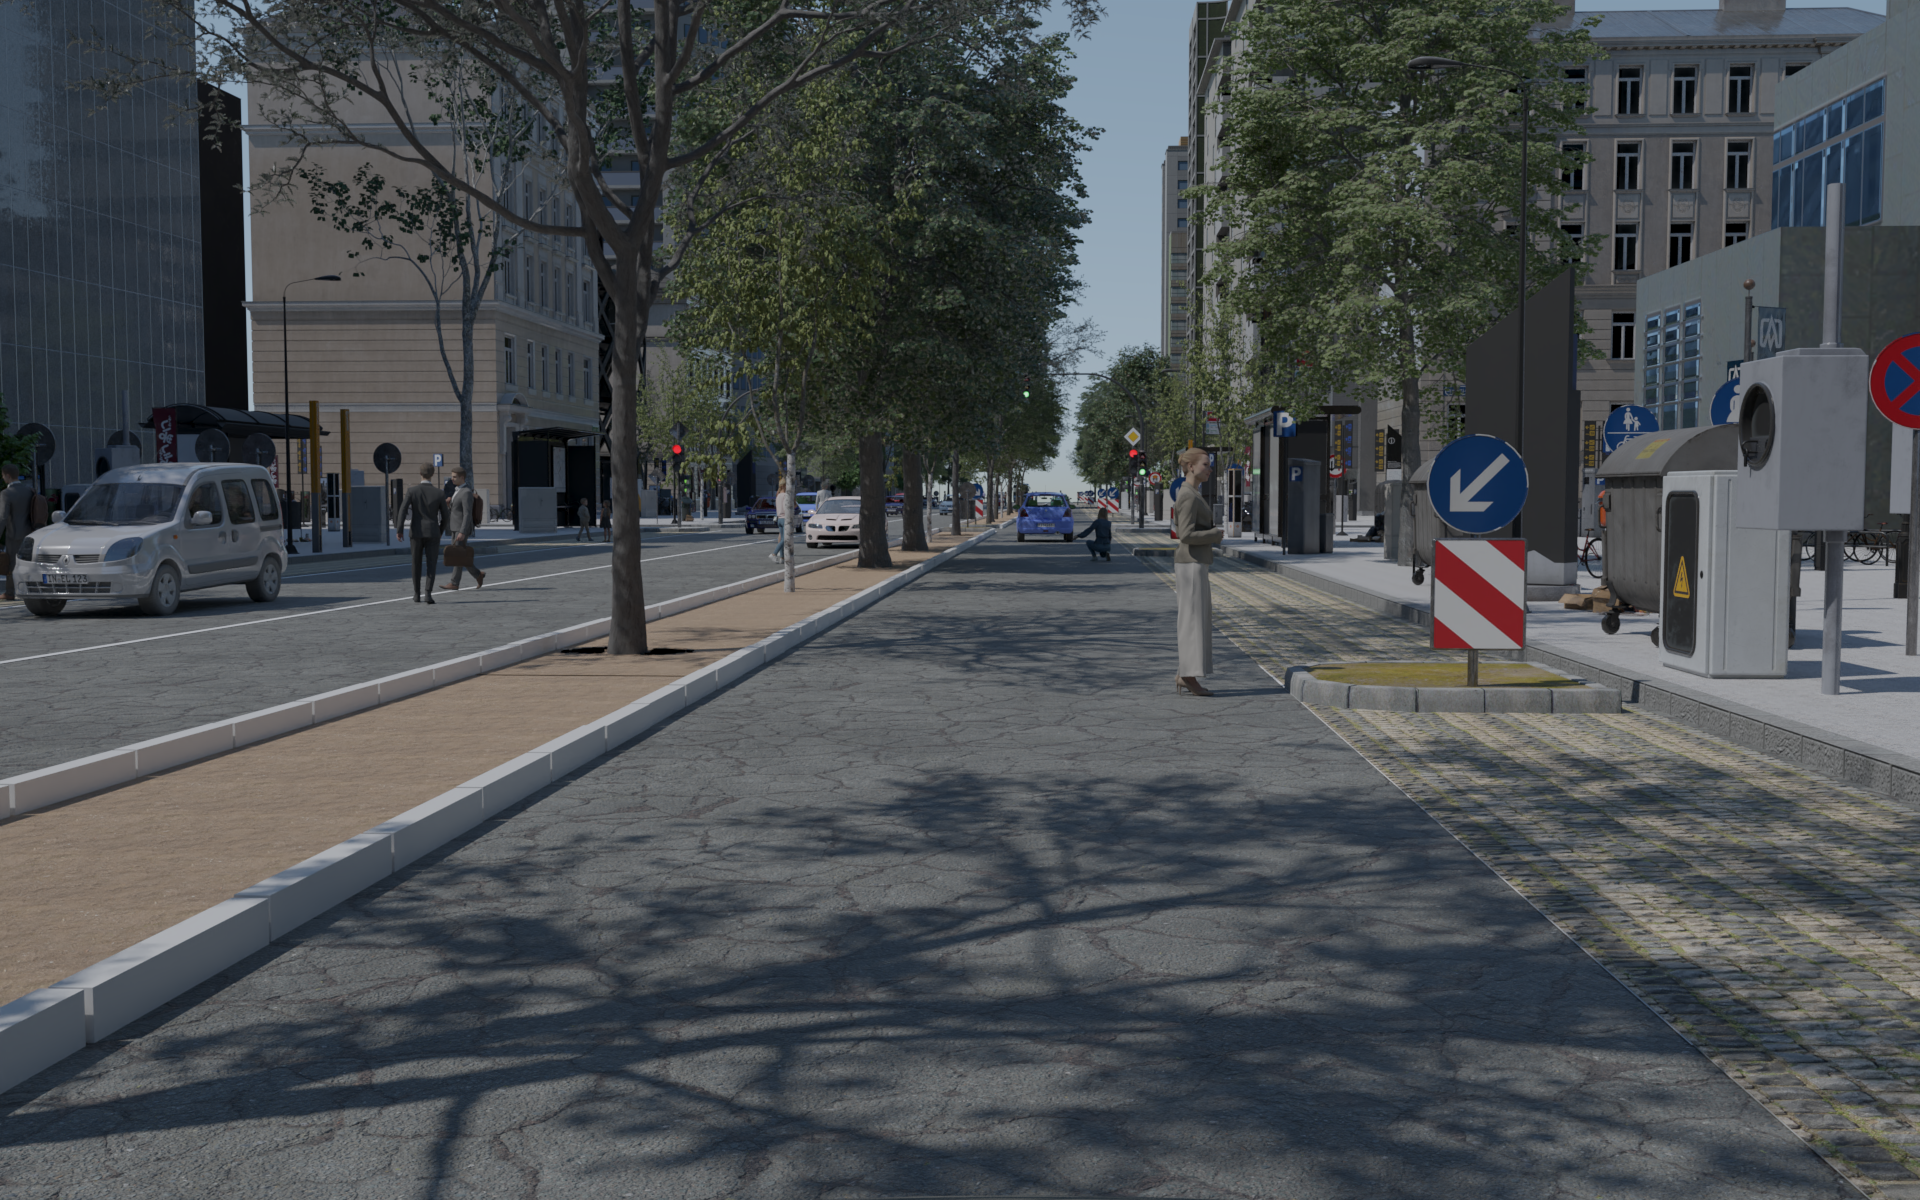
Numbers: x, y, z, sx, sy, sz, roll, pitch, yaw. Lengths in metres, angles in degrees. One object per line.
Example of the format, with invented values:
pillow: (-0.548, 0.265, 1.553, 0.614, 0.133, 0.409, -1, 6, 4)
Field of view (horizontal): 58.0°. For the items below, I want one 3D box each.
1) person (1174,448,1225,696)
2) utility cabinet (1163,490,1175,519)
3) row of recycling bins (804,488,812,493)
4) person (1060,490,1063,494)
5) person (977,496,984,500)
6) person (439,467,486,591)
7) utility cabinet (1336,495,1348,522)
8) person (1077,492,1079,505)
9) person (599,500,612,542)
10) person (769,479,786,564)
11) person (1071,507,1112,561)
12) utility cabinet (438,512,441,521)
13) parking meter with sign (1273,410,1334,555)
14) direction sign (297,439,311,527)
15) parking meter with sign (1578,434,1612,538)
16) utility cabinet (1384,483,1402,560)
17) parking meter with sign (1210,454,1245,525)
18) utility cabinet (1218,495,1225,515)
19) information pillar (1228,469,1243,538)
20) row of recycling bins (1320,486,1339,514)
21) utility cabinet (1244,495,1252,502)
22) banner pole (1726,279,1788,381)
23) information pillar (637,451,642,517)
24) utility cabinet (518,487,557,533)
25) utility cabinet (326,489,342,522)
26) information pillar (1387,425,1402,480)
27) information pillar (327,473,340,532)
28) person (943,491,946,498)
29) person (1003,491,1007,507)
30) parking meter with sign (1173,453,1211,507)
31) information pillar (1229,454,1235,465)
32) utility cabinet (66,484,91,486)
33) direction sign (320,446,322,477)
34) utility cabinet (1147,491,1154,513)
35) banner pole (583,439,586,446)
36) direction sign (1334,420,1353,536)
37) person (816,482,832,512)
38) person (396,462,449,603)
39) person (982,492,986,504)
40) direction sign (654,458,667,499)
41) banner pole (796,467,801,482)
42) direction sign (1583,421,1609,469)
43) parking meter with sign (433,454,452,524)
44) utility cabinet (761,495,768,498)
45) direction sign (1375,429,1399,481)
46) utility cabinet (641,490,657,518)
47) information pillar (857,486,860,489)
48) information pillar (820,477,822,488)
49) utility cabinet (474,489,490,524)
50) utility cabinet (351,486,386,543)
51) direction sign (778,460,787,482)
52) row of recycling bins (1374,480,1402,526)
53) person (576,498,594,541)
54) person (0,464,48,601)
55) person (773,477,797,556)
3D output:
person: (1.697, -0.199, 12.304, 0.362, 1.759, 0.519, 0, 4, 7)
utility cabinet: (10.398, -4.753, 86.384, 0.318, 1.500, 1.173, -3, 4, -39)
row of recycling bins: (-11.442, -7.003, 121.606, 1.069, 1.692, 3.534, -2, 4, -31)
person: (10.873, -10.995, 188.142, 0.709, 1.838, 0.599, 3, 5, 40)
person: (1.669, -9.497, 163.804, 1.348, 1.821, 0.705, 0, 4, 3)
person: (-7.375, -1.057, 25.742, 0.822, 1.834, 0.622, -3, 5, -41)
utility cabinet: (17.644, -4.209, 79.977, 0.306, 1.237, 1.020, 2, 4, 27)
person: (14.499, -12.382, 211.655, 0.721, 1.736, 1.217, 0, 4, 8)
person: (-10.537, -2.340, 51.427, 0.362, 1.253, 0.373, -3, 5, -44)
person: (-3.676, -1.617, 35.610, 0.598, 1.740, 0.731, -3, 5, -41)
person: (2.904, -1.419, 37.203, 1.012, 1.151, 0.738, -1, 4, -14)
utility cabinet: (-24.832, -4.362, 82.481, 0.306, 1.237, 1.020, 0, 4, -8)
parking meter with sign: (7.364, -2.486, 36.913, 0.543, 3.016, 1.738, 3, 5, 42)
direction sign: (-25.461, -4.593, 67.086, 0.379, 3.537, 0.876, -3, 5, -42)
parking meter with sign: (18.676, -3.345, 50.957, 0.543, 3.016, 1.738, -1, 4, -10)
utility cabinet: (8.832, -1.527, 33.648, 1.173, 1.500, 0.318, -1, 4, -17)
parking meter with sign: (11.416, -4.624, 71.859, 1.738, 3.016, 0.543, 0, 4, 1)
utility cabinet: (15.778, -5.707, 104.475, 0.306, 1.237, 1.020, 0, 4, -4)
information pillar: (8.073, -2.835, 50.839, 0.304, 2.012, 0.304, -2, 4, -26)
row of recycling bins: (18.058, -4.940, 87.877, 3.534, 1.692, 1.069, -3, 5, -43)
utility cabinet: (18.620, -6.281, 113.861, 0.306, 1.237, 1.020, -2, 4, -33)
banner pole: (9.395, -1.856, 20.367, 0.863, 3.779, 0.401, -2, 4, -25)
information pillar: (-17.604, -6.344, 95.077, 0.183, 3.616, 0.504, 1, 4, 11)
utility cabinet: (-13.773, -2.926, 56.519, 1.173, 1.500, 0.318, -2, 4, -28)
utility cabinet: (-28.277, -4.297, 78.932, 1.173, 1.500, 0.318, -3, 5, -40)
information pillar: (14.474, -4.065, 57.816, 0.504, 3.616, 0.183, 1, 4, 15)
information pillar: (-21.442, -3.350, 59.269, 0.304, 2.012, 0.304, 1, 4, 14)
person: (-1.852, -12.213, 208.187, 0.705, 1.824, 1.348, 0, 4, 4)
person: (5.143, -11.584, 198.621, 0.721, 1.735, 1.217, -1, 4, -17)
parking meter with sign: (10.075, -4.814, 74.971, 1.738, 3.016, 0.543, 2, 4, 32)
information pillar: (15.674, -6.643, 99.968, 0.504, 3.616, 0.183, -3, 5, -39)
utility cabinet: (-18.668, -1.749, 37.269, 1.173, 1.500, 0.318, 1, 4, 22)
direction sign: (-30.192, -5.461, 81.278, 0.876, 3.537, 0.379, 2, 4, 35)
utility cabinet: (12.682, -6.557, 115.893, 0.318, 1.500, 1.173, -1, 4, -9)
banner pole: (-17.257, -5.426, 78.735, 0.863, 3.779, 0.401, -3, 5, -44)
direction sign: (11.802, -3.755, 53.386, 0.379, 3.537, 0.876, -2, 4, -24)
person: (-4.396, -2.946, 56.542, 0.514, 1.842, 0.818, -2, 4, -27)
person: (-7.048, -0.886, 22.759, 0.659, 1.850, 0.755, -1, 4, -16)
person: (3.502, -15.023, 253.998, 0.709, 1.838, 0.599, 0, 4, 2)
direction sign: (-18.837, -7.150, 108.899, 0.876, 3.537, 0.379, -3, 5, -40)
banner pole: (-12.735, -8.858, 134.852, 0.863, 3.779, 0.401, -1, 4, -23)
direction sign: (19.788, -3.774, 53.700, 0.876, 3.537, 0.379, 1, 4, 18)
parking meter with sign: (-22.152, -4.865, 75.796, 0.543, 3.016, 1.738, 2, 4, 32)
utility cabinet: (-12.209, -6.115, 111.134, 1.020, 1.237, 0.306, 0, 4, 5)
direction sign: (14.894, -4.190, 60.496, 0.876, 3.537, 0.379, 3, 4, 37)
utility cabinet: (-16.553, -5.107, 92.174, 0.318, 1.500, 1.173, 1, 4, 19)
information pillar: (-8.522, -9.389, 144.859, 0.183, 3.616, 0.504, 2, 4, 27)
information pillar: (-10.988, -8.938, 137.495, 0.183, 3.616, 0.504, -1, 4, -15)
utility cabinet: (-20.832, -4.023, 74.461, 1.173, 1.500, 0.318, 1, 4, 8)
utility cabinet: (-15.520, -2.240, 45.303, 1.173, 1.500, 0.318, 1, 4, 23)
direction sign: (-11.856, -7.572, 115.804, 0.379, 3.537, 0.876, -3, 5, -45)
row of recycling bins: (12.591, -2.624, 50.009, 1.069, 1.692, 3.534, 0, 4, 5)
person: (-11.383, -2.424, 52.399, 0.475, 1.303, 0.640, 2, 4, 32)
person: (-12.541, -0.896, 23.114, 0.822, 1.834, 0.622, 0, 4, 7)
person: (-4.040, -1.934, 40.094, 0.573, 1.828, 0.580, -1, 4, -14)
